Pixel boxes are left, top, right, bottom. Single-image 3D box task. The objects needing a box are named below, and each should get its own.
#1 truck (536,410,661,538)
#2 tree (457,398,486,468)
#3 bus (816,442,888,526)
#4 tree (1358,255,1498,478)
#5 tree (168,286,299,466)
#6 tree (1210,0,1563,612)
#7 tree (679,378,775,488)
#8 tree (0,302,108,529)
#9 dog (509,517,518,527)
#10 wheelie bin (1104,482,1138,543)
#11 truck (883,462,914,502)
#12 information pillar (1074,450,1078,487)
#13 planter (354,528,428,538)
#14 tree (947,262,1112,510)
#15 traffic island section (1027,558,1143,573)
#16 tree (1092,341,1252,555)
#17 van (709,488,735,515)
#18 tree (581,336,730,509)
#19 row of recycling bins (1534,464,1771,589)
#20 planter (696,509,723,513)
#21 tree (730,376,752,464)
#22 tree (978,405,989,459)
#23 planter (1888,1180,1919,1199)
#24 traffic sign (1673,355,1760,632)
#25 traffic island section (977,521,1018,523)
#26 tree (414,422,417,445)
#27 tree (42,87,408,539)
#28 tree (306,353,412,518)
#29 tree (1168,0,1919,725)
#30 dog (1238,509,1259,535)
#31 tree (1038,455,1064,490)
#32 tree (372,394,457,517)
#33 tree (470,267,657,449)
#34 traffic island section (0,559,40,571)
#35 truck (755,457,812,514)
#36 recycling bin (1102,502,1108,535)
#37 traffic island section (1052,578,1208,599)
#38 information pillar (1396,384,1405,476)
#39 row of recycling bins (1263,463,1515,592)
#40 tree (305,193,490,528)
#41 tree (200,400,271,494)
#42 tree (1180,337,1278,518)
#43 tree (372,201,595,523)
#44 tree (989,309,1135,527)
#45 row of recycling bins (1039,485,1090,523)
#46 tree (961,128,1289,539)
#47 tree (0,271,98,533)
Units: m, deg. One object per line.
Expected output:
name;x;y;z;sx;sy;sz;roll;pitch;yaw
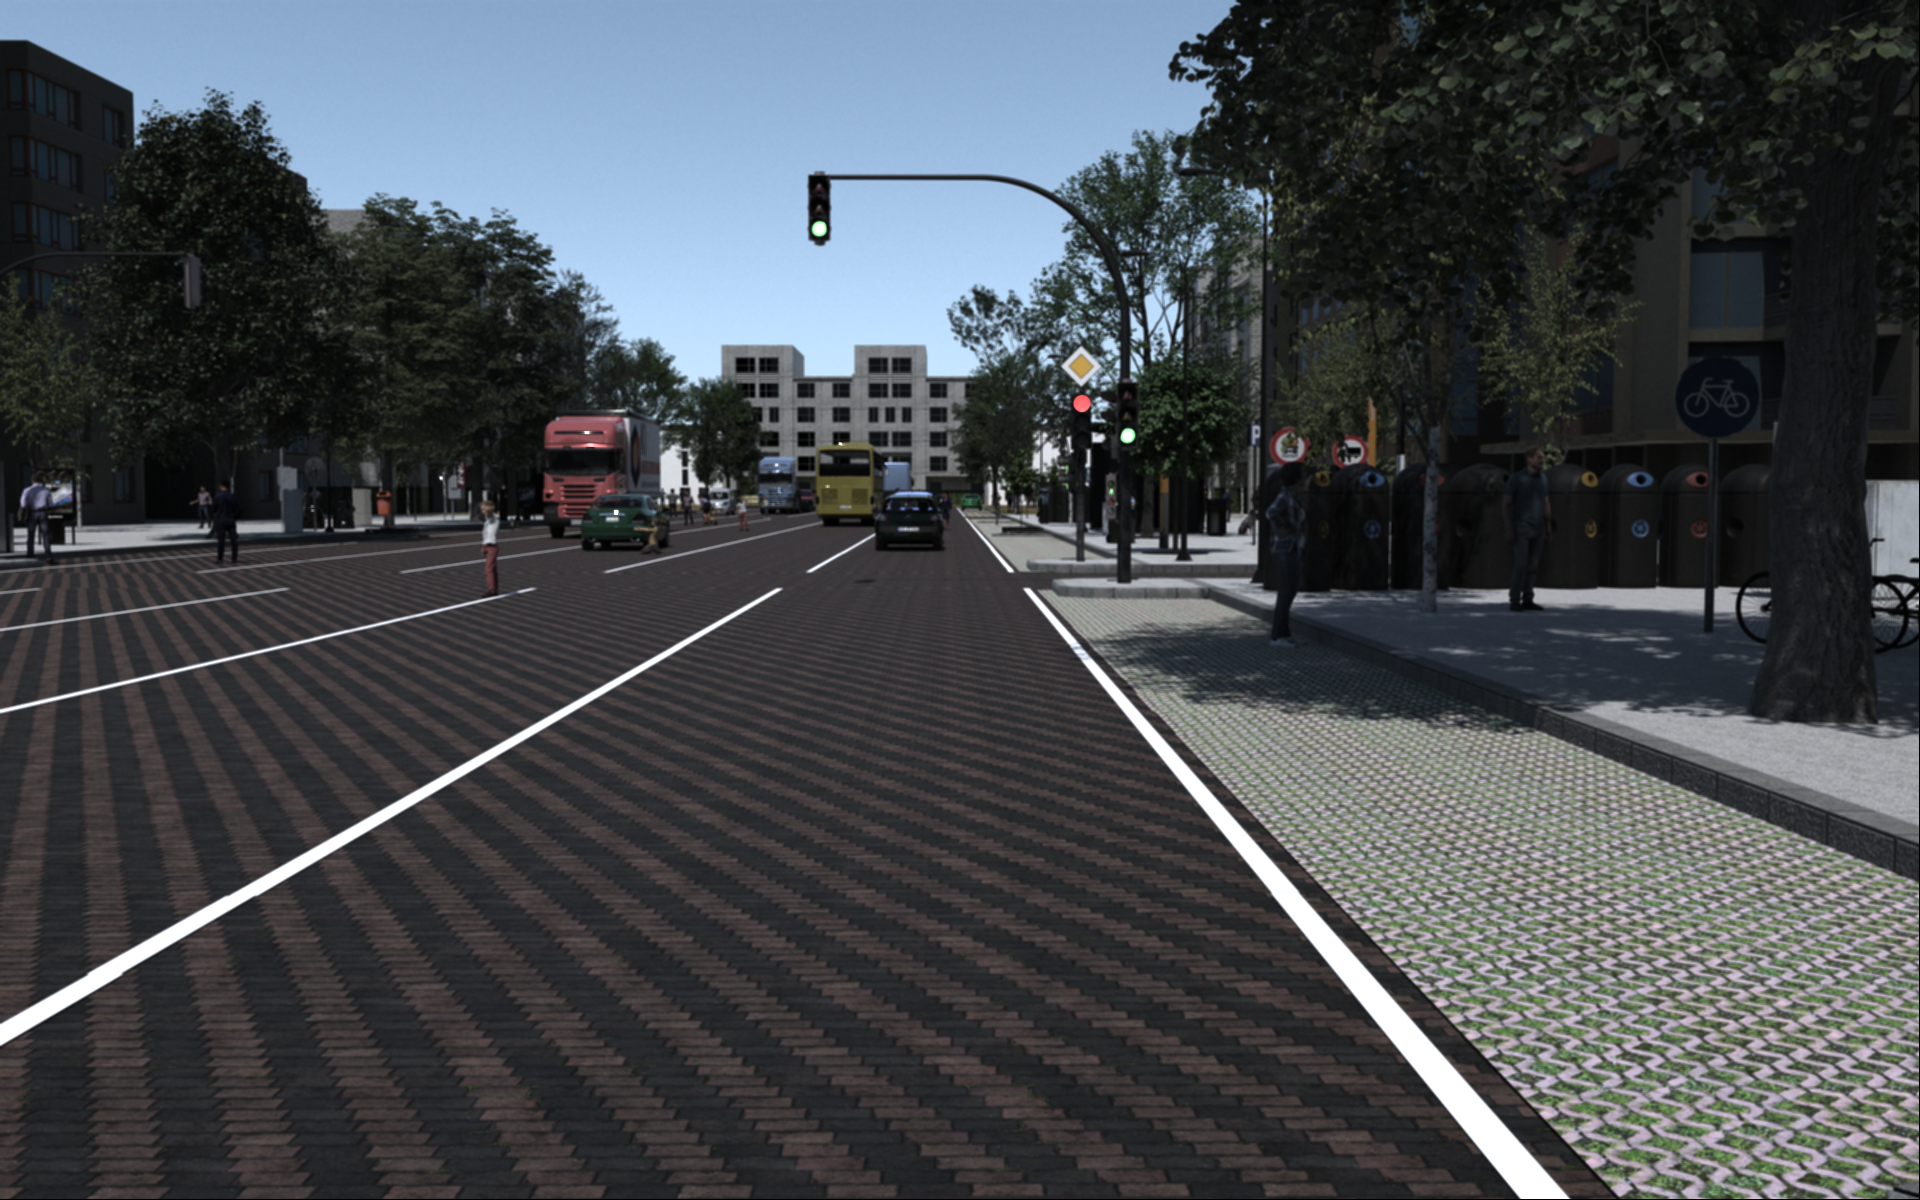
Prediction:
truck;-12.326;-4.348;60.006;2.839;4.237;11.283;0;4;-2
tree;-30.652;-9.379;103.703;4.737;8.622;4.395;0;3;0
bus;-5.038;-5.493;81.353;2.896;3.916;12.252;0;4;0
tree;13.776;-6.229;52.201;4.360;8.622;3.978;0;3;0
tree;-31.306;-8.454;72.642;7.601;10.594;8.767;0;4;5
tree;5.045;-4.191;18.888;4.737;8.622;4.395;0;3;0
tree;-22.917;-15.523;170.805;9.611;12.733;9.660;0;3;0
tree;-32.478;-6.899;63.163;4.360;8.622;3.978;0;3;0
dog;-19.617;-3.436;76.376;0.748;0.427;0.550;-3;5;-40
wheelie bin;4.199;-2.275;45.101;0.980;1.594;0.693;2;4;34
truck;-5.285;-9.245;140.920;2.967;4.110;18.799;0;4;-1
information pillar;5.971;-5.982;89.158;0.183;3.616;0.504;1;4;20
planter;-18.771;-2.220;57.430;1.991;0.319;1.994;0;4;0
tree;6.016;-17.385;140.138;12.611;20.169;13.585;0;3;0
traffic island section;2.309;-0.653;32.956;2.009;0.180;2.903;0;4;0
tree;4.567;-3.275;37.264;4.285;4.588;4.351;0;3;0
van;-16.334;-6.788;117.994;2.013;2.044;4.112;0;4;0
tree;-21.581;-11.484;113.518;9.928;11.665;9.643;0;3;0
row of recycling bins;9.590;-1.022;23.818;3.534;1.692;1.069;0;4;-5
planter;-19.413;-6.946;134.701;1.991;0.319;1.994;0;4;0
tree;-21.938;-13.719;150.069;9.928;11.665;9.643;0;3;0
tree;3.405;-9.923;112.608;4.360;8.622;3.978;0;3;0
planter;2.559;1.136;2.562;1.991;0.319;1.994;0;4;0
traffic sign;6.957;-0.973;16.018;0.768;2.556;0.104;0;4;4
traffic island section;1.856;-3.851;85.825;1.991;0.108;1.994;0;4;0
tree;-30.753;-8.694;92.512;4.360;8.622;3.978;0;3;0
tree;-21.115;-8.095;49.364;9.611;12.733;9.660;0;3;0
tree;-30.241;-8.274;85.639;4.360;8.622;3.978;0;3;0
tree;5.046;-6.294;9.570;9.857;13.997;8.962;0;3;0
dog;9.020;-2.469;54.744;0.513;0.831;0.800;-2;4;-26
tree;4.657;-5.514;84.754;1.663;3.219;1.824;0;3;0
tree;-31.463;-9.011;97.694;4.737;8.622;4.395;0;3;0
tree;-21.307;-11.169;92.983;12.009;13.543;11.850;0;3;0
traffic island section;-18.891;-0.642;32.784;2.009;0.180;2.903;0;4;0
truck;-13.088;-8.626;130.797;2.967;4.110;18.799;0;4;0
recycling bin;4.943;-2.550;54.255;0.722;1.027;0.722;3;5;41
traffic island section;2.376;-0.165;24.971;2.009;0.180;2.903;0;4;0
information pillar;9.309;-2.770;36.640;0.183;3.616;0.504;0;4;3
row of recycling bins;5.776;-0.991;23.323;3.534;1.692;1.069;-1;4;-13
tree;-21.433;-9.024;65.677;7.486;12.596;7.792;0;3;0
tree;-33.478;-7.908;79.656;4.360;8.622;3.978;0;3;0
tree;11.893;-8.008;81.301;4.360;8.622;3.978;0;3;0
tree;-21.341;-10.399;76.687;9.857;13.997;8.962;0;3;0
tree;4.139;-7.166;67.522;4.360;8.622;3.978;0;3;0
row of recycling bins;5.100;-4.257;76.718;3.534;1.692;1.069;2;4;30
tree;5.481;-7.572;49.555;9.928;11.665;9.643;0;3;0
tree;-30.402;-6.516;56.906;4.737;8.622;4.395;0;3;0
